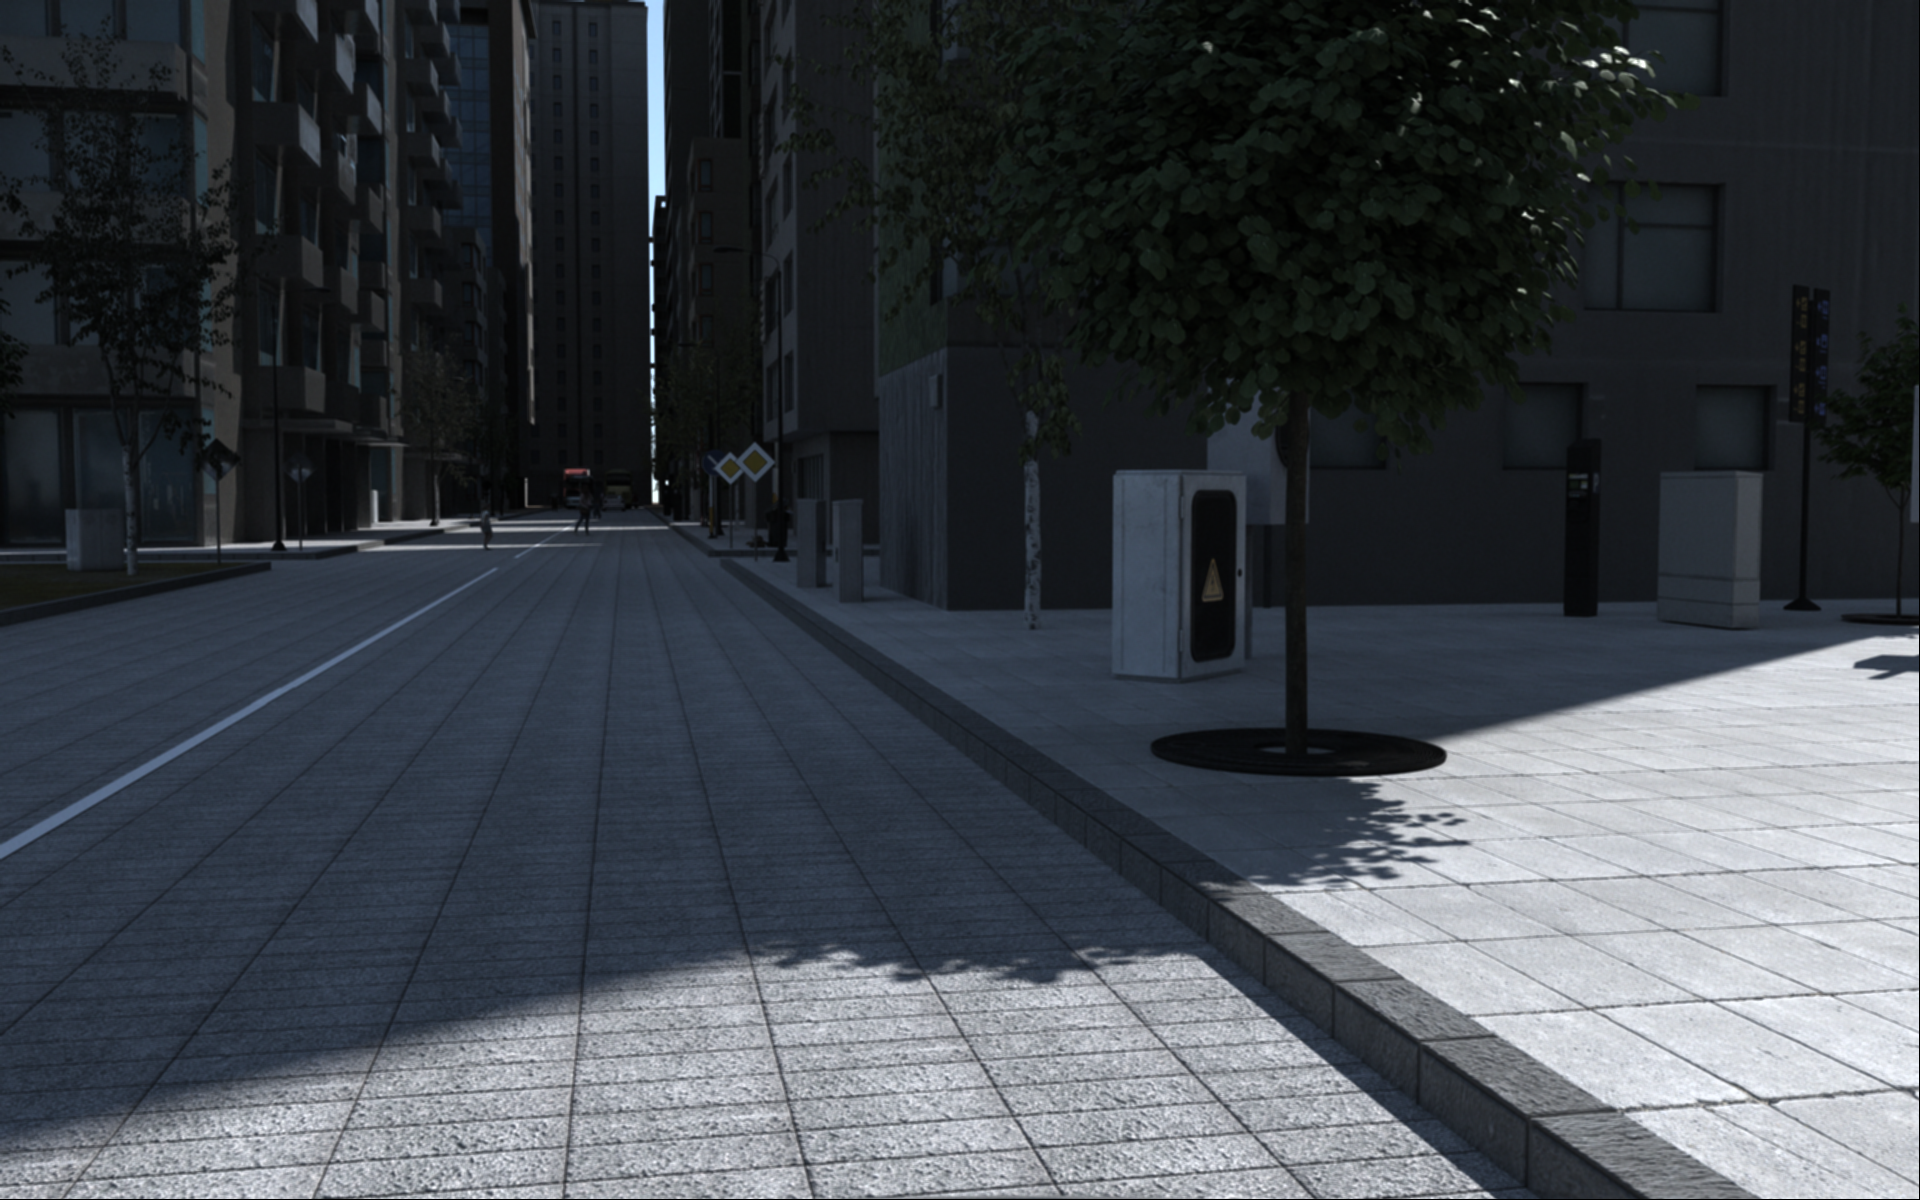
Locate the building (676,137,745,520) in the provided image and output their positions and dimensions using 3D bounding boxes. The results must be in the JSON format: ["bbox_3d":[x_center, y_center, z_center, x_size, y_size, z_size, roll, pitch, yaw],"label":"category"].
[{"bbox_3d":[-2.037,-15.646,100.854,27.650,21.520,28.899,-1,4,-11],"label":"building"}]

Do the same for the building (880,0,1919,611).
[{"bbox_3d":[5.459,-20.927,25.756,14.154,41.232,14.086,-1,4,-11],"label":"building"}]

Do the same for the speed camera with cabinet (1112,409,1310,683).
[{"bbox_3d":[1.868,-1.116,12.578,0.660,3.252,2.038,3,4,36],"label":"speed camera with cabinet"}]

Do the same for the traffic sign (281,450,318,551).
[{"bbox_3d":[-14.886,-2.166,39.059,0.795,2.450,0.064,-1,4,-11],"label":"traffic sign"}]

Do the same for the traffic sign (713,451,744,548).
[{"bbox_3d":[-5.411,-2.276,40.855,0.795,2.450,0.064,-1,4,-11],"label":"traffic sign"}]

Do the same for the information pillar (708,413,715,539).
[{"bbox_3d":[-7.178,-3.591,50.063,0.183,3.616,0.504,0,4,-1],"label":"information pillar"}]

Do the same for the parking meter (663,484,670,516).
[{"bbox_3d":[-17.255,-5.895,102.099,0.399,1.863,0.255,1,4,18],"label":"parking meter"}]

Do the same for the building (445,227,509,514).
[{"bbox_3d":[-47.652,-17.068,124.107,27.650,21.520,28.899,-1,4,-11],"label":"building"}]

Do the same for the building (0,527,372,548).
[{"bbox_3d":[-29.965,-26.380,50.916,23.786,49.044,30.456,-1,4,-11],"label":"building"}]

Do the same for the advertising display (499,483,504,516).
[{"bbox_3d":[-27.094,-5.938,102.293,0.123,1.923,0.974,-1,4,-23],"label":"advertising display"}]

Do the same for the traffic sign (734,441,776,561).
[{"bbox_3d":[-3.902,-1.796,33.013,0.795,2.450,0.064,-1,4,-11],"label":"traffic sign"}]

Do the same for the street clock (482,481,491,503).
[{"bbox_3d":[-25.330,-5.389,92.684,0.358,2.002,0.471,3,4,39],"label":"street clock"}]

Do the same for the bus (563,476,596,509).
[{"bbox_3d":[-36.680,-10.559,167.506,2.948,3.499,13.247,-1,4,-11],"label":"bus"}]

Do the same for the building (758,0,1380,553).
[{"bbox_3d":[1.961,-22.233,47.101,14.086,41.232,14.154,-1,4,-11],"label":"building"}]

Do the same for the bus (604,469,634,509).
[{"bbox_3d":[-32.961,-10.749,167.291,2.896,3.916,12.252,-1,4,-11],"label":"bus"}]

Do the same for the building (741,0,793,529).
[{"bbox_3d":[-1.961,-18.282,70.608,14.160,30.474,14.107,-1,4,-11],"label":"building"}]

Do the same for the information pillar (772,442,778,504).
[{"bbox_3d":[-5.757,-3.878,54.757,0.183,3.616,0.504,2,4,26],"label":"information pillar"}]

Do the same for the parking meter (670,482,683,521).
[{"bbox_3d":[-13.465,-4.706,82.652,0.399,1.863,0.255,2,4,29],"label":"parking meter"}]

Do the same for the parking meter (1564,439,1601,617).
[{"bbox_3d":[6.519,-0.760,18.144,0.255,1.863,0.399,3,4,37],"label":"parking meter"}]

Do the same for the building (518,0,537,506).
[{"bbox_3d":[-55.848,-35.469,169.152,27.495,52.752,28.713,-1,4,-11],"label":"building"}]

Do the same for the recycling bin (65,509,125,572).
[{"bbox_3d":[-14.489,-1.006,29.009,0.722,1.027,0.722,-3,5,-42],"label":"recycling bin"}]

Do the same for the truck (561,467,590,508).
[{"bbox_3d":[-40.054,-11.747,180.982,2.839,4.237,11.283,-1,4,-11],"label":"truck"}]

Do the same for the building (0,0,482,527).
[{"bbox_3d":[-37.755,-28.679,88.508,23.786,49.044,30.456,-1,4,-11],"label":"building"}]

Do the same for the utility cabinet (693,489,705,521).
[{"bbox_3d":[-12.275,-4.470,81.766,0.318,1.500,1.173,1,4,16],"label":"utility cabinet"}]

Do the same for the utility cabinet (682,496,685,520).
[{"bbox_3d":[-14.049,-4.627,86.816,0.306,1.237,1.020,-2,4,-23],"label":"utility cabinet"}]

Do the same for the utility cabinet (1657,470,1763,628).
[{"bbox_3d":[7.283,-0.499,16.836,0.318,1.500,1.173,-1,4,-12],"label":"utility cabinet"}]

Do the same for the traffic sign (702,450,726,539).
[{"bbox_3d":[-7.005,-3.035,49.720,0.768,2.556,0.104,0,4,-1],"label":"traffic sign"}]

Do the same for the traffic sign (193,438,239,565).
[{"bbox_3d":[-13.377,-1.687,31.218,0.795,2.450,0.064,-1,4,-11],"label":"traffic sign"}]

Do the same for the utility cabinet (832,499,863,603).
[{"bbox_3d":[-1.368,-0.598,20.940,0.306,1.237,1.020,-1,4,-9],"label":"utility cabinet"}]

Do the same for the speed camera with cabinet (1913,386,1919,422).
[{"bbox_3d":[8.641,-1.178,13.598,2.038,3.252,0.660,2,4,29],"label":"speed camera with cabinet"}]

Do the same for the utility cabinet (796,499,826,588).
[{"bbox_3d":[-2.055,-0.792,24.116,0.306,1.237,1.020,0,4,2],"label":"utility cabinet"}]

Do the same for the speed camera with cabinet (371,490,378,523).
[{"bbox_3d":[-26.601,-4.984,75.816,2.038,3.252,0.660,0,4,2],"label":"speed camera with cabinet"}]
